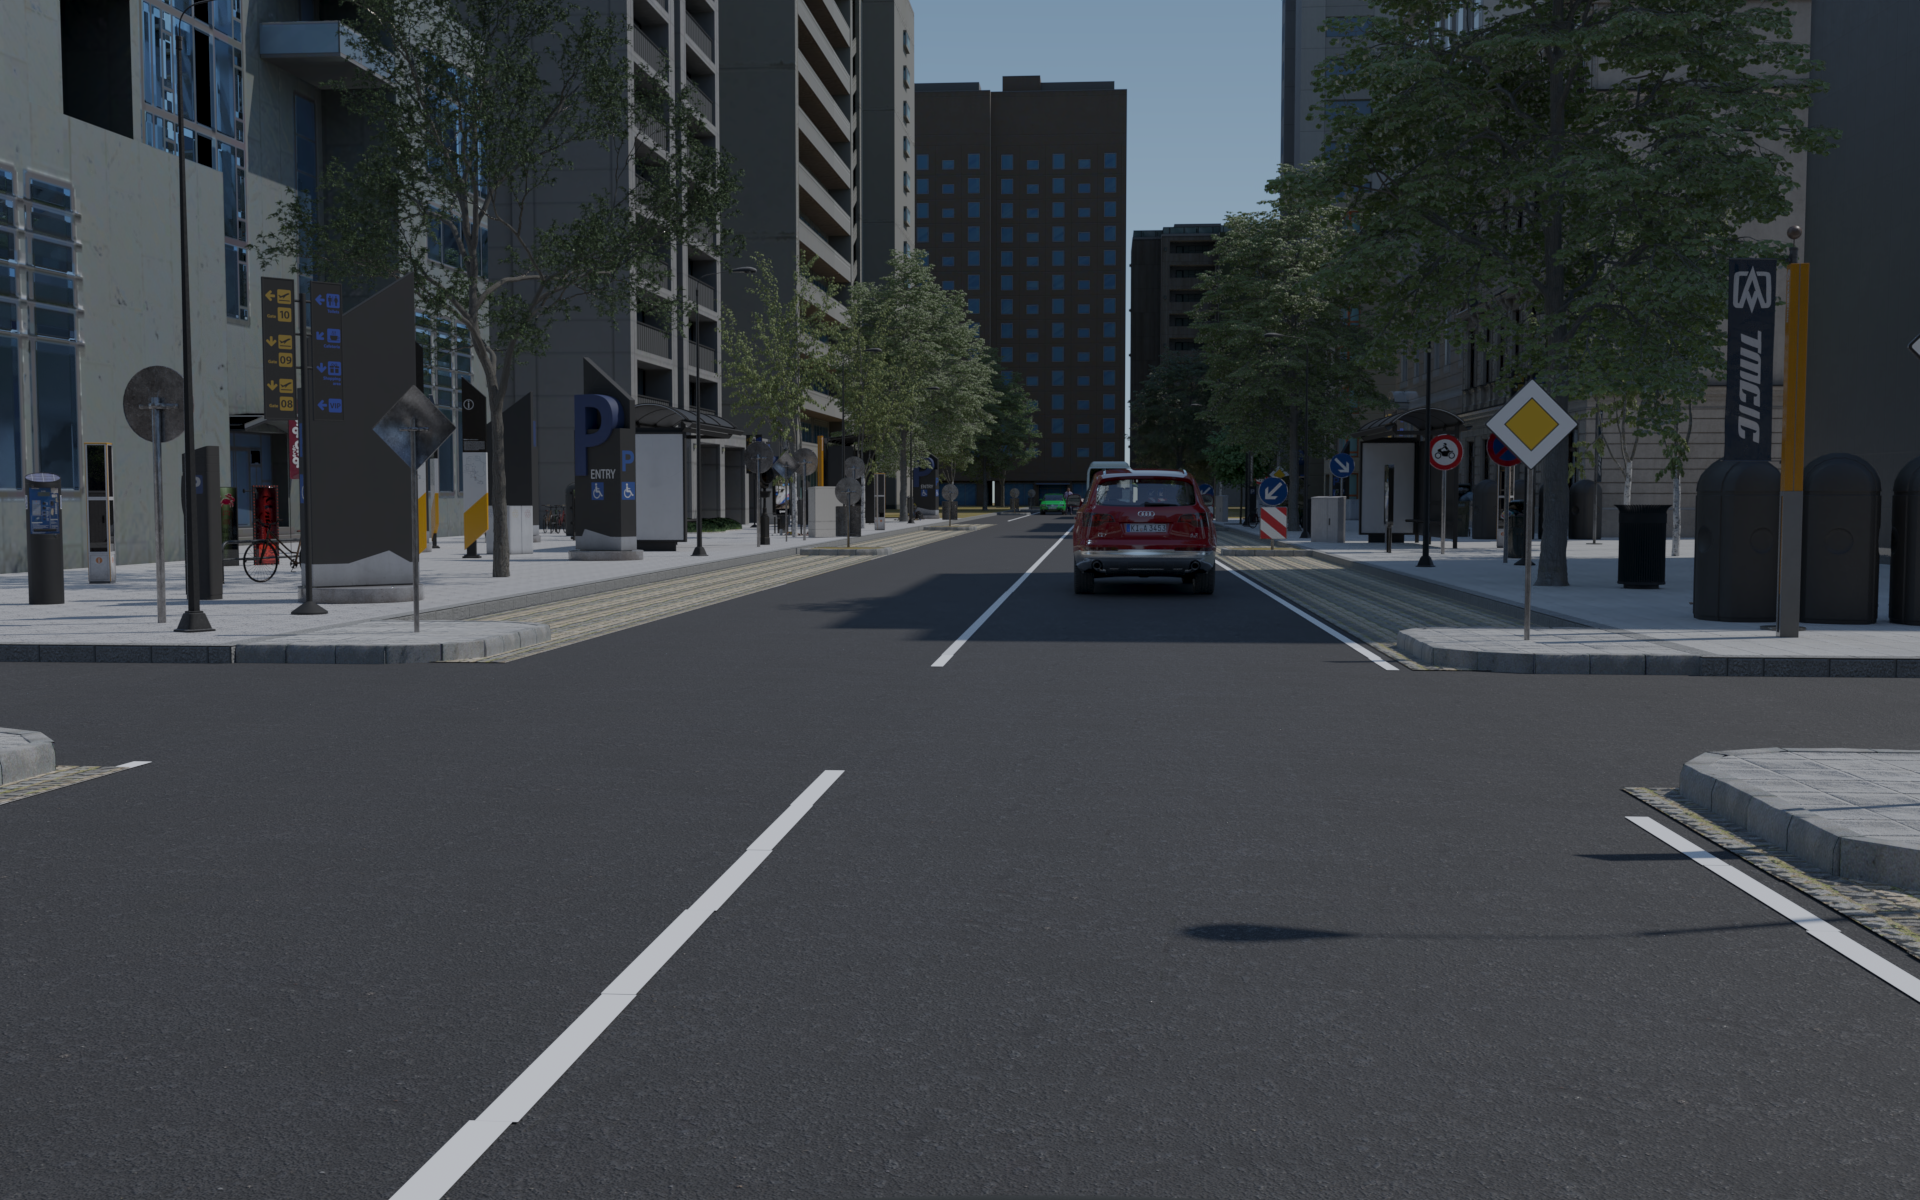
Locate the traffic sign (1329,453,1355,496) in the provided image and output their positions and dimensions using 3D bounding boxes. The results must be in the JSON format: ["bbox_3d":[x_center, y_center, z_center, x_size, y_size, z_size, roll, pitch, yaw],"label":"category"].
[{"bbox_3d":[11.884,-3.292,53.925,0.768,2.556,0.104,1,4,13],"label":"traffic sign"}]

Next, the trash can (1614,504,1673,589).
[{"bbox_3d":[9.263,-0.726,23.519,0.748,1.137,0.748,0,3,0],"label":"trash can"}]

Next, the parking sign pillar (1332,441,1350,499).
[{"bbox_3d":[19.209,-6.047,87.333,1.447,3.967,1.447,2,4,34],"label":"parking sign pillar"}]

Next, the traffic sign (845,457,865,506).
[{"bbox_3d":[-3.610,-3.590,58.806,0.768,2.556,0.104,0,4,7],"label":"traffic sign"}]

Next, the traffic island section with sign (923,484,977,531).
[{"bbox_3d":[-0.356,-3.638,68.103,1.989,1.847,2.006,0,4,5],"label":"traffic island section with sign"}]

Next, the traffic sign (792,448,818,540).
[{"bbox_3d":[-4.301,-2.918,47.814,0.768,2.556,0.104,1,4,10],"label":"traffic sign"}]

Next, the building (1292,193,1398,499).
[{"bbox_3d":[37.108,-16.384,112.924,27.650,21.520,28.899,0,4,5],"label":"building"}]

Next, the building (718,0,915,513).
[{"bbox_3d":[-15.521,-32.146,149.285,21.600,48.544,21.300,0,4,5],"label":"building"}]

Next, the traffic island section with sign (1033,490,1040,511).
[{"bbox_3d":[6.055,-8.318,144.626,1.989,1.847,2.006,0,4,5],"label":"traffic island section with sign"}]

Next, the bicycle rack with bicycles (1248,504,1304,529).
[{"bbox_3d":[12.291,-3.082,63.768,2.852,0.926,2.925,-1,4,-20],"label":"bicycle rack with bicycles"}]

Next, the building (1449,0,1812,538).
[{"bbox_3d":[23.765,-11.900,59.187,10.561,19.102,19.286,0,4,5],"label":"building"}]

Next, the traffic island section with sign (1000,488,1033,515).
[{"bbox_3d":[3.769,-6.655,117.440,1.989,1.847,2.006,0,4,5],"label":"traffic island section with sign"}]

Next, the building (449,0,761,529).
[{"bbox_3d":[-19.077,-38.771,72.150,20.563,71.187,20.611,0,4,5],"label":"building"}]

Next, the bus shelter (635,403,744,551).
[{"bbox_3d":[-6.689,-2.893,41.222,2.014,3.302,5.546,0,4,5],"label":"bus shelter"}]

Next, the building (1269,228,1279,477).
[{"bbox_3d":[39.455,-25.344,186.083,14.107,30.474,14.160,0,4,5],"label":"building"}]

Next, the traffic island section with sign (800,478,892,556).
[{"bbox_3d":[-2.642,-1.975,40.925,1.989,1.847,2.006,0,4,5],"label":"traffic island section with sign"}]

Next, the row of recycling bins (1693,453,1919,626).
[{"bbox_3d":[9.244,-0.620,17.253,3.534,1.692,1.069,1,4,14],"label":"row of recycling bins"}]

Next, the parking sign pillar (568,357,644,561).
[{"bbox_3d":[-6.916,-2.767,33.719,1.447,3.967,1.447,3,4,36],"label":"parking sign pillar"}]

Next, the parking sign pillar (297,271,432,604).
[{"bbox_3d":[-7.225,-1.977,20.789,1.447,3.967,1.447,-3,5,-39],"label":"parking sign pillar"}]

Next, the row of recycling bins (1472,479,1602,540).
[{"bbox_3d":[16.356,-2.565,49.057,3.534,1.692,1.069,0,4,4],"label":"row of recycling bins"}]

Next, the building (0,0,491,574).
[{"bbox_3d":[-25.440,-44.384,38.353,22.319,86.520,31.000,0,4,5],"label":"building"}]

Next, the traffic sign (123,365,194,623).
[{"bbox_3d":[-7.950,-1.044,17.174,0.768,2.556,0.104,1,4,9],"label":"traffic sign"}]

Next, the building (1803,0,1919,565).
[{"bbox_3d":[28.476,-14.274,26.886,24.014,27.812,14.314,0,4,5],"label":"building"}]

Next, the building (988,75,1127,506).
[{"bbox_3d":[10.868,-32.938,188.643,14.200,45.320,14.600,0,4,5],"label":"building"}]

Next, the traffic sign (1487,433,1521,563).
[{"bbox_3d":[10.163,-1.963,32.195,0.768,2.556,0.104,0,4,8],"label":"traffic sign"}]

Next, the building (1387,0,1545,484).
[{"bbox_3d":[27.730,-17.895,78.488,13.634,28.700,20.117,0,4,5],"label":"building"}]

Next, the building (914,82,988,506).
[{"bbox_3d":[-3.353,-32.963,189.063,14.200,45.320,14.600,0,4,5],"label":"building"}]

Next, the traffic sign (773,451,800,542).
[{"bbox_3d":[-4.667,-2.774,46.538,0.795,2.450,0.064,1,4,13],"label":"traffic sign"}]

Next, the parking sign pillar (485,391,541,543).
[{"bbox_3d":[-11.869,-3.511,45.878,1.447,3.967,1.447,1,4,10],"label":"parking sign pillar"}]

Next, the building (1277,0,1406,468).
[{"bbox_3d":[36.707,-36.616,140.668,21.231,58.520,28.212,0,4,5],"label":"building"}]

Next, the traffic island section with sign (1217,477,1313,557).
[{"bbox_3d":[7.113,-1.940,40.348,1.989,1.847,2.006,0,4,5],"label":"traffic island section with sign"}]

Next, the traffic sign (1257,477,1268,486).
[{"bbox_3d":[15.504,-5.464,89.444,0.768,2.556,0.104,0,4,7],"label":"traffic sign"}]

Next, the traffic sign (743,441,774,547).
[{"bbox_3d":[-4.887,-2.558,41.925,0.768,2.556,0.104,1,4,14],"label":"traffic sign"}]

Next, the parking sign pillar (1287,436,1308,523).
[{"bbox_3d":[14.887,-5.346,75.871,1.447,3.967,1.447,0,4,-3],"label":"parking sign pillar"}]

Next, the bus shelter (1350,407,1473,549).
[{"bbox_3d":[11.099,-3.004,43.035,2.014,3.302,5.546,0,4,5],"label":"bus shelter"}]

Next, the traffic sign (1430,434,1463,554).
[{"bbox_3d":[10.302,-2.249,36.884,0.768,2.556,0.104,0,4,5],"label":"traffic sign"}]

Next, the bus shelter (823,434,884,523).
[{"bbox_3d":[-4.321,-4.837,70.365,1.731,3.624,6.357,0,4,5],"label":"bus shelter"}]

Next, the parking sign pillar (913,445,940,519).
[{"bbox_3d":[-1.770,-6.165,89.272,1.447,3.967,1.447,1,4,23],"label":"parking sign pillar"}]

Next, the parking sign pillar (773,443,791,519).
[{"bbox_3d":[-9.327,-6.131,88.709,1.447,3.967,1.447,0,4,-5],"label":"parking sign pillar"}]

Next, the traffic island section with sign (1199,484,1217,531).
[{"bbox_3d":[9.364,-3.583,67.210,1.989,1.847,2.006,0,4,5],"label":"traffic island section with sign"}]

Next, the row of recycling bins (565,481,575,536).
[{"bbox_3d":[-10.491,-2.778,52.528,3.534,1.692,1.069,2,4,25],"label":"row of recycling bins"}]

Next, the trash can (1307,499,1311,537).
[{"bbox_3d":[10.570,-2.432,51.419,0.748,1.137,0.748,0,3,0],"label":"trash can"}]

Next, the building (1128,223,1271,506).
[{"bbox_3d":[25.446,-25.452,187.838,14.107,30.474,14.160,0,4,5],"label":"building"}]
